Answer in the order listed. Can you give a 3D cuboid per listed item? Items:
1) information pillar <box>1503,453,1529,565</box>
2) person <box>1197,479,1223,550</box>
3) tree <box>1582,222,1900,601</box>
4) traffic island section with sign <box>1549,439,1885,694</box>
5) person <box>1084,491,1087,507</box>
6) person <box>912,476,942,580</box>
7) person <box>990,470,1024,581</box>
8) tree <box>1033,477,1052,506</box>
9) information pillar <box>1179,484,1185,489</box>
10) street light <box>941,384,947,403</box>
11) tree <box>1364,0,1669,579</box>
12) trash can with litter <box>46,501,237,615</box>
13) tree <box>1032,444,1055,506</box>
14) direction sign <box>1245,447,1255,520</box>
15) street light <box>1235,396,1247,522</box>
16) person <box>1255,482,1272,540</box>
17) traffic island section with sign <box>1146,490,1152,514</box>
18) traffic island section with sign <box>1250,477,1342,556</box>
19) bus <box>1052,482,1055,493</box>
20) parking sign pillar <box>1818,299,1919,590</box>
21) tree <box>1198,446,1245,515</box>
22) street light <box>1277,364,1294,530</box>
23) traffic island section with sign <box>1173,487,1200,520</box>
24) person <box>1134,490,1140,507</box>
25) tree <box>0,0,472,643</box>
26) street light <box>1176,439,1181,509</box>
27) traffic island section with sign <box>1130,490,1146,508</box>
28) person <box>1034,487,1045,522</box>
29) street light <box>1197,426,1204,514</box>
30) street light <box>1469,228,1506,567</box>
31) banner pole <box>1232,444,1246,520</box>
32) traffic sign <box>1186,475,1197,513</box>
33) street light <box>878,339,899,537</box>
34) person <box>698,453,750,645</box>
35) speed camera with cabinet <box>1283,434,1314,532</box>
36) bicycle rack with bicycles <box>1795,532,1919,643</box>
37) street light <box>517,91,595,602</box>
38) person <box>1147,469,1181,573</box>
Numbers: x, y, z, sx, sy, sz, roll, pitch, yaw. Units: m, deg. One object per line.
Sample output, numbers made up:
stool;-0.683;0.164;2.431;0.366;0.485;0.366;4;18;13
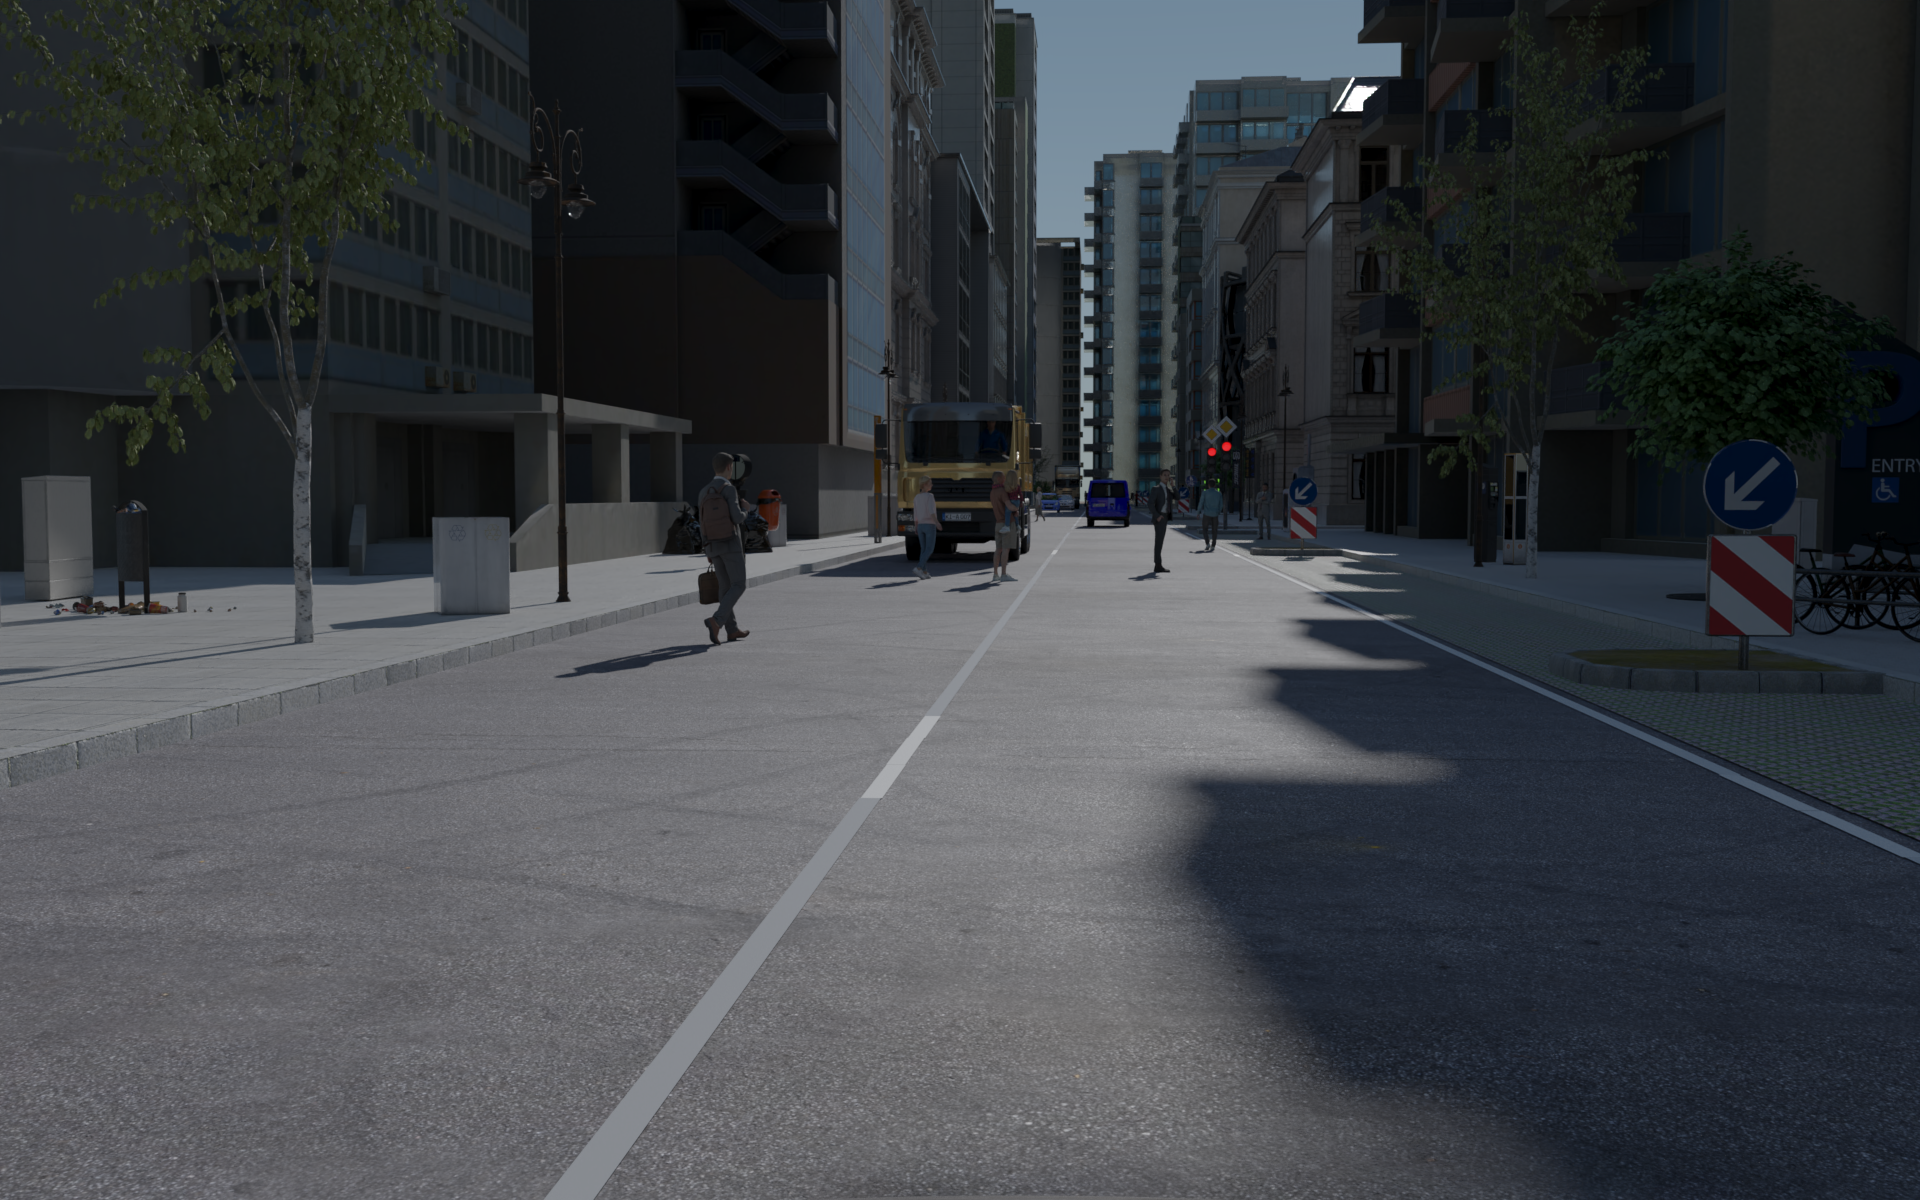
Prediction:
information pillar;10.041;-1.640;31.299;0.304;2.012;0.304;-1;4;-21
person;6.459;-2.210;44.651;0.660;1.820;0.620;-1;4;-8
tree;9.387;-2.289;21.147;4.285;4.588;4.351;0;3;0
traffic island section with sign;5.673;-0.287;13.319;1.989;1.847;2.006;0;4;5
person;14.267;-11.487;196.332;0.705;1.822;1.348;-1;4;-11
person;-0.589;-1.218;29.080;0.731;1.740;0.598;3;4;36
person;0.752;-1.225;28.510;0.580;1.828;0.573;1;4;16
tree;8.683;-11.961;190.160;1.663;3.219;1.824;0;3;0
information pillar;16.247;-7.486;126.883;0.304;2.012;0.304;-1;4;-18
street light;-0.615;-6.024;71.275;0.468;5.910;1.993;0;4;5
tree;8.617;-4.647;26.344;4.737;8.622;4.395;0;3;0
trash can with litter;-9.201;-0.488;19.041;2.233;1.210;1.678;2;4;35
tree;7.844;-14.374;185.383;4.360;8.622;3.978;0;3;0
direction sign;14.147;-5.662;84.574;0.379;3.537;0.876;-1;4;-20
street light;13.057;-6.582;80.409;0.468;5.910;1.993;0;4;5
person;9.481;-2.777;54.089;0.511;1.800;0.466;1;4;18
traffic island section with sign;14.484;-7.045;123.805;1.989;1.847;2.006;0;4;5
traffic island section with sign;7.844;-1.955;40.591;1.989;1.847;2.006;0;4;5
bus;12.156;-12.365;197.035;2.948;3.499;13.247;0;4;5
parking sign pillar;12.625;-2.157;23.736;1.447;3.967;1.447;1;4;10
tree;16.343;-7.517;106.625;4.285;4.588;4.351;0;3;0
street light;11.575;-5.438;61.701;0.468;5.910;1.993;0;4;5
traffic island section with sign;12.290;-5.363;96.319;1.989;1.847;2.006;0;4;5
person;19.763;-11.358;194.143;0.705;1.831;1.348;3;5;43
tree;-5.845;-3.946;14.883;4.737;8.622;4.395;0;3;0
street light;18.170;-10.477;144.084;0.468;5.910;1.993;0;4;5
traffic island section with sign;20.503;-11.654;199.162;1.989;1.847;2.006;0;4;5
person;4.167;-4.986;90.253;0.641;1.798;0.478;3;4;38
street light;15.635;-8.547;112.534;0.468;5.910;1.993;0;4;5
street light;9.143;-3.521;30.360;0.468;5.910;1.993;0;4;5
banner pole;13.856;-5.872;86.032;0.863;3.779;0.401;3;5;41
traffic sign;15.604;-7.139;116.831;0.768;2.556;0.104;1;4;12
street light;-2.131;-4.834;51.829;0.468;5.910;1.993;0;4;5
person;-2.299;-0.505;16.713;0.622;1.834;0.822;2;4;32
speed camera with cabinet;11.301;-3.887;57.893;0.660;3.252;2.038;0;4;-2
bicycle rack with bicycles;8.546;-0.146;15.765;2.852;0.926;2.925;-3;4;-36
street light;-4.725;-2.916;20.457;0.468;5.910;1.993;0;4;5
person;3.767;-1.470;31.893;0.474;1.900;0.648;2;4;30
